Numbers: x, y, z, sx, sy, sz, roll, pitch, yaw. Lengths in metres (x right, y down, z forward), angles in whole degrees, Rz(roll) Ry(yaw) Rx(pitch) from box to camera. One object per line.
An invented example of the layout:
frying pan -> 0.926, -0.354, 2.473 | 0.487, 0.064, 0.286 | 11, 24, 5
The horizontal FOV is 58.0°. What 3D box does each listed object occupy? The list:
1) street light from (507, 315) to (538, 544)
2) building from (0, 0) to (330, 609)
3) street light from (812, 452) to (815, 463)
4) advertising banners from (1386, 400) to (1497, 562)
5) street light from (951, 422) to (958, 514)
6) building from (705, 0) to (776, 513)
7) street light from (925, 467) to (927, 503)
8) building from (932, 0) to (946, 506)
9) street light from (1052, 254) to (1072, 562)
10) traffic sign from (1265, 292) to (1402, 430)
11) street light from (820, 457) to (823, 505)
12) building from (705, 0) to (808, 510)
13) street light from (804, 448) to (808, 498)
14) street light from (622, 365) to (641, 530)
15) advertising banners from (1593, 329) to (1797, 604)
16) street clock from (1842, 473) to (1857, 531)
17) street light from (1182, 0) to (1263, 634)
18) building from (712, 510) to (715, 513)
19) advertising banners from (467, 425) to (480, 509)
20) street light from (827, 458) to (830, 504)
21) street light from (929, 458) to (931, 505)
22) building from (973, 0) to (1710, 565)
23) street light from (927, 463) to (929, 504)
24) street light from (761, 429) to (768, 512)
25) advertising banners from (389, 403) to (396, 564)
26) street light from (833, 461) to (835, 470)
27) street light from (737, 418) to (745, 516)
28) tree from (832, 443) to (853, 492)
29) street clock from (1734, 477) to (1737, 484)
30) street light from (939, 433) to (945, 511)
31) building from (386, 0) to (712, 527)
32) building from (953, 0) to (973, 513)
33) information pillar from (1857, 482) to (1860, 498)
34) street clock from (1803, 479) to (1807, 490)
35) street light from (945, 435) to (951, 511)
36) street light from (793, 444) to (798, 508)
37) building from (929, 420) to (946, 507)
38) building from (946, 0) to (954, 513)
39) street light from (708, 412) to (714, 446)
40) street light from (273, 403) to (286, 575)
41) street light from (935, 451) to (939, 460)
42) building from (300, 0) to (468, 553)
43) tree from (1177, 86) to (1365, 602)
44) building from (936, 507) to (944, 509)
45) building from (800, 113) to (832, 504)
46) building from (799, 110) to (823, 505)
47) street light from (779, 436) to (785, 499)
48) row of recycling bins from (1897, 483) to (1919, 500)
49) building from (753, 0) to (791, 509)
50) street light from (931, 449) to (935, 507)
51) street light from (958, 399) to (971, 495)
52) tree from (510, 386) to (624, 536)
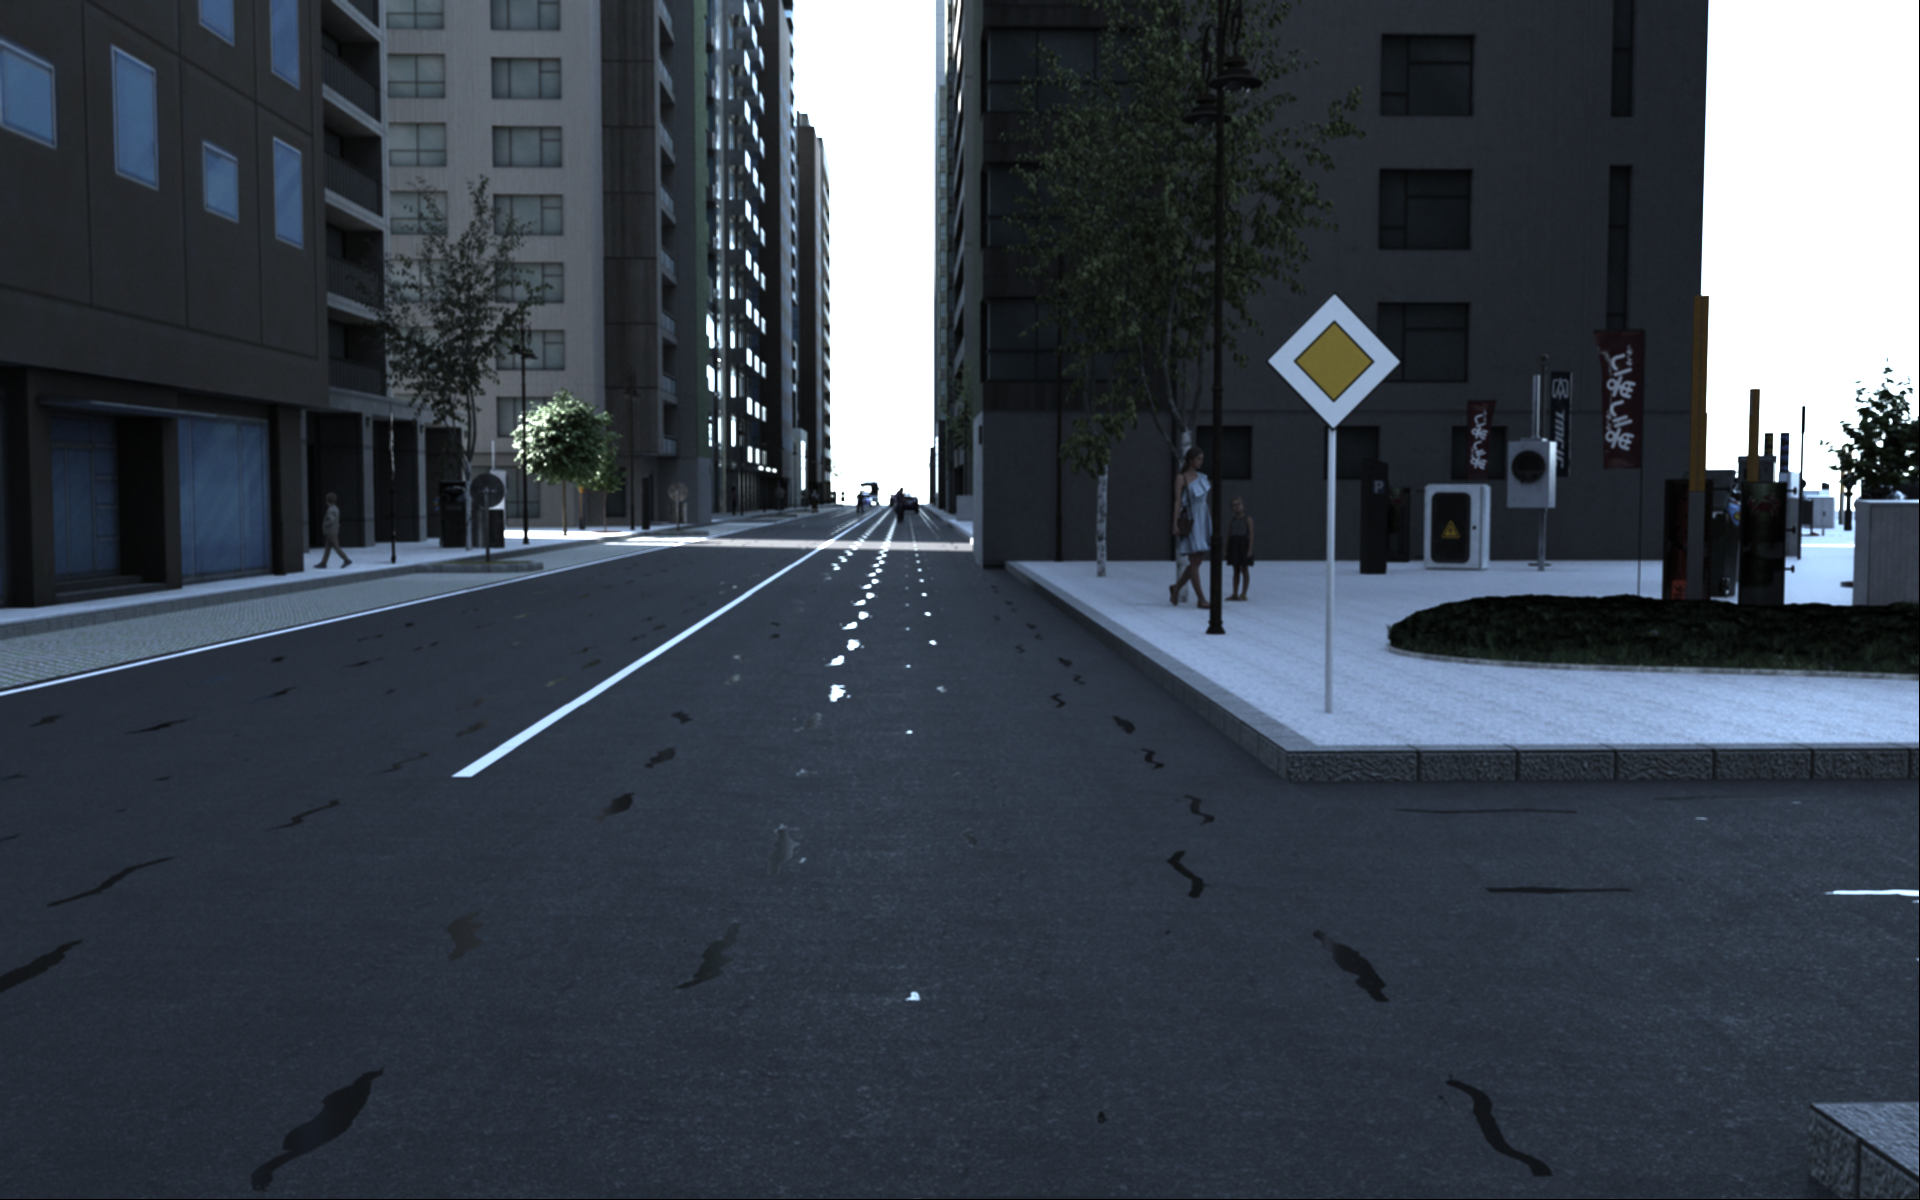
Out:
street light -> -11.172, -4.380, 44.405 | 0.468, 5.910, 1.993 | 0, 4, -2
building -> -17.206, -22.649, 20.419 | 14.600, 45.320, 14.200 | 0, 4, -2
street light -> -15.758, -13.093, 186.855 | 0.468, 5.910, 1.993 | 0, 4, -2
advertising banners -> 8.945, -2.217, 32.429 | 2.074, 3.025, 0.090 | 1, 4, 10
street light -> -0.086, -7.404, 93.837 | 0.468, 5.910, 1.993 | 0, 4, -2
building -> -26.457, -31.205, 129.815 | 23.786, 49.044, 30.456 | 0, 4, -2
street light -> -3.715, -14.498, 209.835 | 0.468, 5.910, 1.993 | 0, 4, -2
building -> 7.376, -40.192, 199.140 | 21.231, 58.520, 28.212 | 0, 4, -2
street light -> 1.879, -3.669, 32.778 | 0.468, 5.910, 1.993 | 0, 4, -2
traffic sign -> 2.182, -0.482, 10.070 | 0.795, 2.593, 0.064 | 0, 4, -2
street light -> -16.261, -14.128, 203.778 | 0.468, 5.910, 1.993 | 0, 4, -2
building -> -27.151, -53.173, 182.049 | 22.319, 86.520, 31.000 | 0, 4, -2
street light -> -15.049, -12.032, 169.506 | 0.468, 5.910, 1.993 | 0, 4, -2
street light -> -11.760, -5.458, 62.025 | 0.468, 5.910, 1.993 | 0, 4, -2
advertising banners -> 7.760, -1.356, 18.352 | 2.074, 3.025, 0.090 | 1, 4, 9
street clock -> 31.072, -3.424, 60.549 | 0.358, 2.002, 0.471 | -1, 4, -14
street light -> 2.349, -2.627, 15.739 | 0.468, 5.910, 1.993 | 0, 4, -2
building -> -25.152, -48.034, 98.027 | 22.319, 86.520, 31.000 | 0, 4, -2
advertising banners -> -12.683, -2.993, 45.121 | 0.090, 3.025, 2.074 | -1, 4, -8
street light -> -16.729, -15.153, 220.543 | 0.468, 5.910, 1.993 | 0, 4, -2
street light -> -2.689, -12.448, 176.307 | 0.468, 5.910, 1.993 | 0, 4, -2
building -> 7.234, -16.366, 39.285 | 14.160, 30.474, 14.107 | 0, 4, -2
street light -> -3.161, -13.473, 193.072 | 0.468, 5.910, 1.993 | 0, 4, -2
street light -> -13.610, -9.032, 120.461 | 0.468, 5.910, 1.993 | 0, 4, -2
advertising banners -> -10.730, -2.235, 32.733 | 0.090, 3.025, 2.074 | -1, 4, -18
street light -> -17.324, -16.212, 237.846 | 0.468, 5.910, 1.993 | 0, 4, -2
street light -> -13.041, -7.985, 103.341 | 0.468, 5.910, 1.993 | 0, 4, -2
tree -> -17.261, -17.860, 242.368 | 4.737, 8.622, 4.395 | 0, 3, 0
street clock -> 33.090, -4.233, 73.787 | 0.471, 2.002, 0.358 | 1, 4, 12
street light -> -1.109, -9.459, 127.434 | 0.468, 5.910, 1.993 | 0, 4, -2
building -> -18.195, -23.707, 71.197 | 14.154, 41.232, 14.086 | 0, 4, -2
building -> 10.541, -29.422, 104.757 | 21.300, 48.544, 21.600 | 0, 4, -2
information pillar -> 44.873, -5.813, 86.405 | 0.183, 3.616, 0.504 | 3, 4, 36
street clock -> 39.795, -4.735, 81.988 | 0.471, 2.002, 0.358 | 0, 4, 1
street light -> -0.529, -8.429, 110.603 | 0.468, 5.910, 1.993 | 0, 4, -2
street light -> -14.726, -11.120, 154.607 | 0.468, 5.910, 1.993 | 0, 4, -2
building -> 7.185, -55.974, 227.845 | 22.319, 86.520, 31.000 | 0, 4, -2
building -> 5.960, -26.854, 122.655 | 14.154, 41.232, 14.086 | 0, 4, -2
street light -> -12.553, -6.949, 86.399 | 0.468, 5.910, 1.993 | 0, 4, -2
street light -> -10.747, -3.328, 27.203 | 0.468, 5.910, 1.993 | 0, 4, -2
street light -> -1.599, -10.487, 144.249 | 0.468, 5.910, 1.993 | 0, 4, -2
building -> -24.686, -37.096, 44.765 | 20.563, 71.187, 20.611 | 0, 4, -2
tree -> 2.696, -4.293, 20.560 | 4.737, 8.622, 4.395 | 0, 3, 0
building -> 9.430, -50.839, 143.894 | 22.319, 86.520, 31.000 | 0, 4, -2
building -> -27.782, -36.693, 223.633 | 21.300, 48.544, 21.600 | 0, 4, -2
building -> -23.709, -33.998, 205.984 | 14.600, 45.320, 14.200 | 0, 4, -2
street light -> -14.135, -10.057, 137.224 | 0.468, 5.910, 1.993 | 0, 4, -2
row of recycling bins -> 22.867, -1.948, 38.957 | 3.534, 1.692, 1.069 | 1, 4, 10
building -> -22.224, -30.736, 152.638 | 14.600, 45.320, 14.200 | 0, 4, -2
street light -> -2.168, -11.527, 161.246 | 0.468, 5.910, 1.993 | 0, 4, -2
street light -> 0.277, -6.829, 84.446 | 0.468, 5.910, 1.993 | 0, 4, -2
tree -> -12.044, -4.242, 53.070 | 4.285, 4.588, 4.351 | 0, 3, 0
